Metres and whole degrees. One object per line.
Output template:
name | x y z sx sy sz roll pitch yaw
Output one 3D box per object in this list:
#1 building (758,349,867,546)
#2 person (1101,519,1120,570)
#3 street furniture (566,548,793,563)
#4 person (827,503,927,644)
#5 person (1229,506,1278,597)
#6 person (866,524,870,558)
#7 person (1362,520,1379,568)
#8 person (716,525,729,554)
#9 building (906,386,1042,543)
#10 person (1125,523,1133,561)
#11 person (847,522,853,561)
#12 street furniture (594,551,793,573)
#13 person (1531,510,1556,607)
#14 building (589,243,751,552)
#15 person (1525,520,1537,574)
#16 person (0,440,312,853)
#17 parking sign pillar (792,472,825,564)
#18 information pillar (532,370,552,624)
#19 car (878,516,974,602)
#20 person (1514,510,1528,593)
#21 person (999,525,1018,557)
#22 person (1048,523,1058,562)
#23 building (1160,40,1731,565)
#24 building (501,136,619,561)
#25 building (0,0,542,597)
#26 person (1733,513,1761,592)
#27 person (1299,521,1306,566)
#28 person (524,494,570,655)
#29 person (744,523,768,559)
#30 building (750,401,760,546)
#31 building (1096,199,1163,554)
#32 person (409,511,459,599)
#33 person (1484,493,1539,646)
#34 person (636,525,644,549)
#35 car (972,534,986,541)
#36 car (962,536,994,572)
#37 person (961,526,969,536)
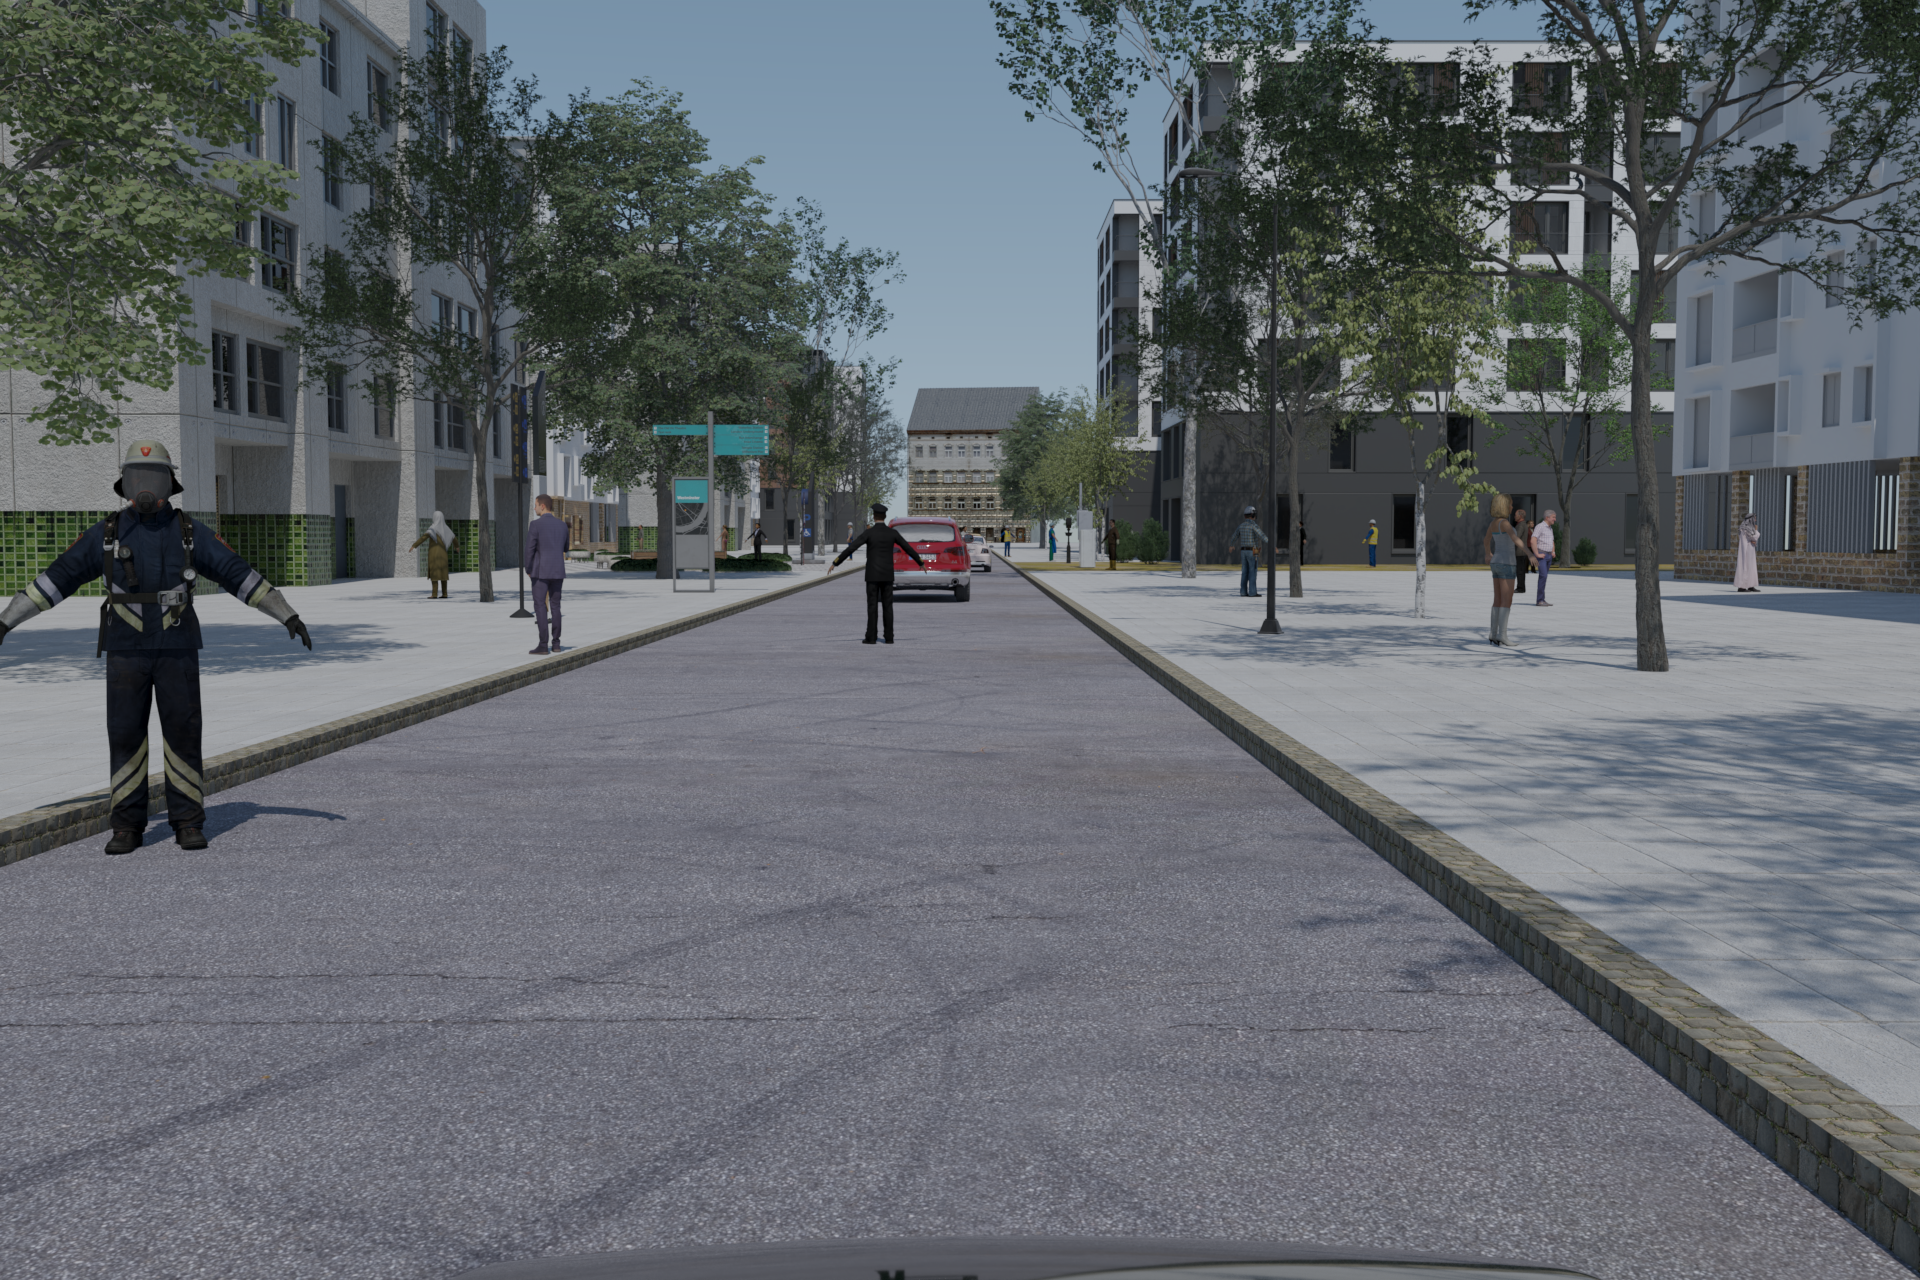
building | -25.808 -22.257 207.873 27.936 21.610 32.646 0 4 0
person | 5.390 -3.392 61.600 0.704 1.812 1.346 -1 4 -21
street furniture | -12.834 -3.833 78.297 10.072 0.657 5.734 1 4 10
person | -1.055 -0.869 22.594 1.347 1.837 0.705 -1 4 -18
person | 5.924 -1.801 35.278 0.704 1.849 1.345 -2 4 -35
person | -4.849 -5.245 91.974 0.704 1.802 1.346 0 4 7
person | 15.761 -3.691 66.311 0.705 1.833 1.349 3 4 36
person | -11.575 -4.755 84.544 0.721 1.733 1.217 1 4 21
building | 2.766 -25.947 257.620 18.063 23.208 19.493 1 4 9
person | 7.912 -4.602 81.426 1.347 1.806 0.705 3 4 36
person | -5.330 -4.763 83.735 0.705 1.847 1.347 0 4 -1
street furniture | -9.857 -2.808 61.530 5.734 0.657 10.072 -1 4 -22
person | 10.453 -1.460 30.846 0.756 1.711 0.436 -3 4 -37
building | -25.188 -15.598 121.489 16.747 18.905 31.486 0 4 1
person | 18.476 -3.005 55.934 1.215 1.729 0.721 -1 4 -13
person | -3.660 0.024 7.847 1.354 1.856 0.705 -1 4 -21
parking sign pillar | -6.496 -5.240 74.143 1.447 3.967 1.447 0 4 1
information pillar | -5.955 -2.033 24.592 0.183 3.616 0.504 0 3 0
car | -0.819 -1.807 38.211 2.281 1.827 5.304 0 4 -1
person | 12.132 -1.922 37.600 0.705 1.807 1.348 2 4 28
person | 2.673 -5.487 96.172 1.216 1.772 0.721 -2 4 -32
person | 4.335 -4.585 81.092 0.704 1.817 1.347 -1 4 -10
building | 23.945 -14.948 88.368 27.936 21.610 32.646 0 3 0
building | -24.017 -13.908 83.821 16.016 20.090 11.380 0 4 -1
building | -24.301 -11.255 50.469 16.747 18.905 31.486 0 4 0
person | 17.374 -1.922 38.133 0.621 1.740 0.551 1 4 10
person | 13.762 -3.916 70.218 0.705 1.806 1.347 -1 4 -15
person | -4.432 -0.712 18.610 0.541 1.710 0.530 -3 4 -36
person | -8.456 -3.990 71.963 1.216 1.740 0.721 2 4 34
building | -27.094 -19.598 176.854 16.016 20.090 11.380 0 4 1
building | 23.385 -17.013 122.145 27.936 21.610 32.646 0 4 0
person | -10.391 -1.684 34.311 0.721 1.736 1.217 2 4 33
person | 6.311 -0.813 19.899 0.721 1.753 1.214 0 4 -8
person | -17.867 -5.542 96.887 0.705 1.796 1.348 -1 4 -21
car | 0.931 -7.181 127.626 2.015 1.641 3.980 0 4 0
car | 0.271 -3.304 66.375 2.083 1.381 4.827 0 4 0
person | 0.244 -4.332 79.476 1.347 1.806 0.705 -3 5 -41
